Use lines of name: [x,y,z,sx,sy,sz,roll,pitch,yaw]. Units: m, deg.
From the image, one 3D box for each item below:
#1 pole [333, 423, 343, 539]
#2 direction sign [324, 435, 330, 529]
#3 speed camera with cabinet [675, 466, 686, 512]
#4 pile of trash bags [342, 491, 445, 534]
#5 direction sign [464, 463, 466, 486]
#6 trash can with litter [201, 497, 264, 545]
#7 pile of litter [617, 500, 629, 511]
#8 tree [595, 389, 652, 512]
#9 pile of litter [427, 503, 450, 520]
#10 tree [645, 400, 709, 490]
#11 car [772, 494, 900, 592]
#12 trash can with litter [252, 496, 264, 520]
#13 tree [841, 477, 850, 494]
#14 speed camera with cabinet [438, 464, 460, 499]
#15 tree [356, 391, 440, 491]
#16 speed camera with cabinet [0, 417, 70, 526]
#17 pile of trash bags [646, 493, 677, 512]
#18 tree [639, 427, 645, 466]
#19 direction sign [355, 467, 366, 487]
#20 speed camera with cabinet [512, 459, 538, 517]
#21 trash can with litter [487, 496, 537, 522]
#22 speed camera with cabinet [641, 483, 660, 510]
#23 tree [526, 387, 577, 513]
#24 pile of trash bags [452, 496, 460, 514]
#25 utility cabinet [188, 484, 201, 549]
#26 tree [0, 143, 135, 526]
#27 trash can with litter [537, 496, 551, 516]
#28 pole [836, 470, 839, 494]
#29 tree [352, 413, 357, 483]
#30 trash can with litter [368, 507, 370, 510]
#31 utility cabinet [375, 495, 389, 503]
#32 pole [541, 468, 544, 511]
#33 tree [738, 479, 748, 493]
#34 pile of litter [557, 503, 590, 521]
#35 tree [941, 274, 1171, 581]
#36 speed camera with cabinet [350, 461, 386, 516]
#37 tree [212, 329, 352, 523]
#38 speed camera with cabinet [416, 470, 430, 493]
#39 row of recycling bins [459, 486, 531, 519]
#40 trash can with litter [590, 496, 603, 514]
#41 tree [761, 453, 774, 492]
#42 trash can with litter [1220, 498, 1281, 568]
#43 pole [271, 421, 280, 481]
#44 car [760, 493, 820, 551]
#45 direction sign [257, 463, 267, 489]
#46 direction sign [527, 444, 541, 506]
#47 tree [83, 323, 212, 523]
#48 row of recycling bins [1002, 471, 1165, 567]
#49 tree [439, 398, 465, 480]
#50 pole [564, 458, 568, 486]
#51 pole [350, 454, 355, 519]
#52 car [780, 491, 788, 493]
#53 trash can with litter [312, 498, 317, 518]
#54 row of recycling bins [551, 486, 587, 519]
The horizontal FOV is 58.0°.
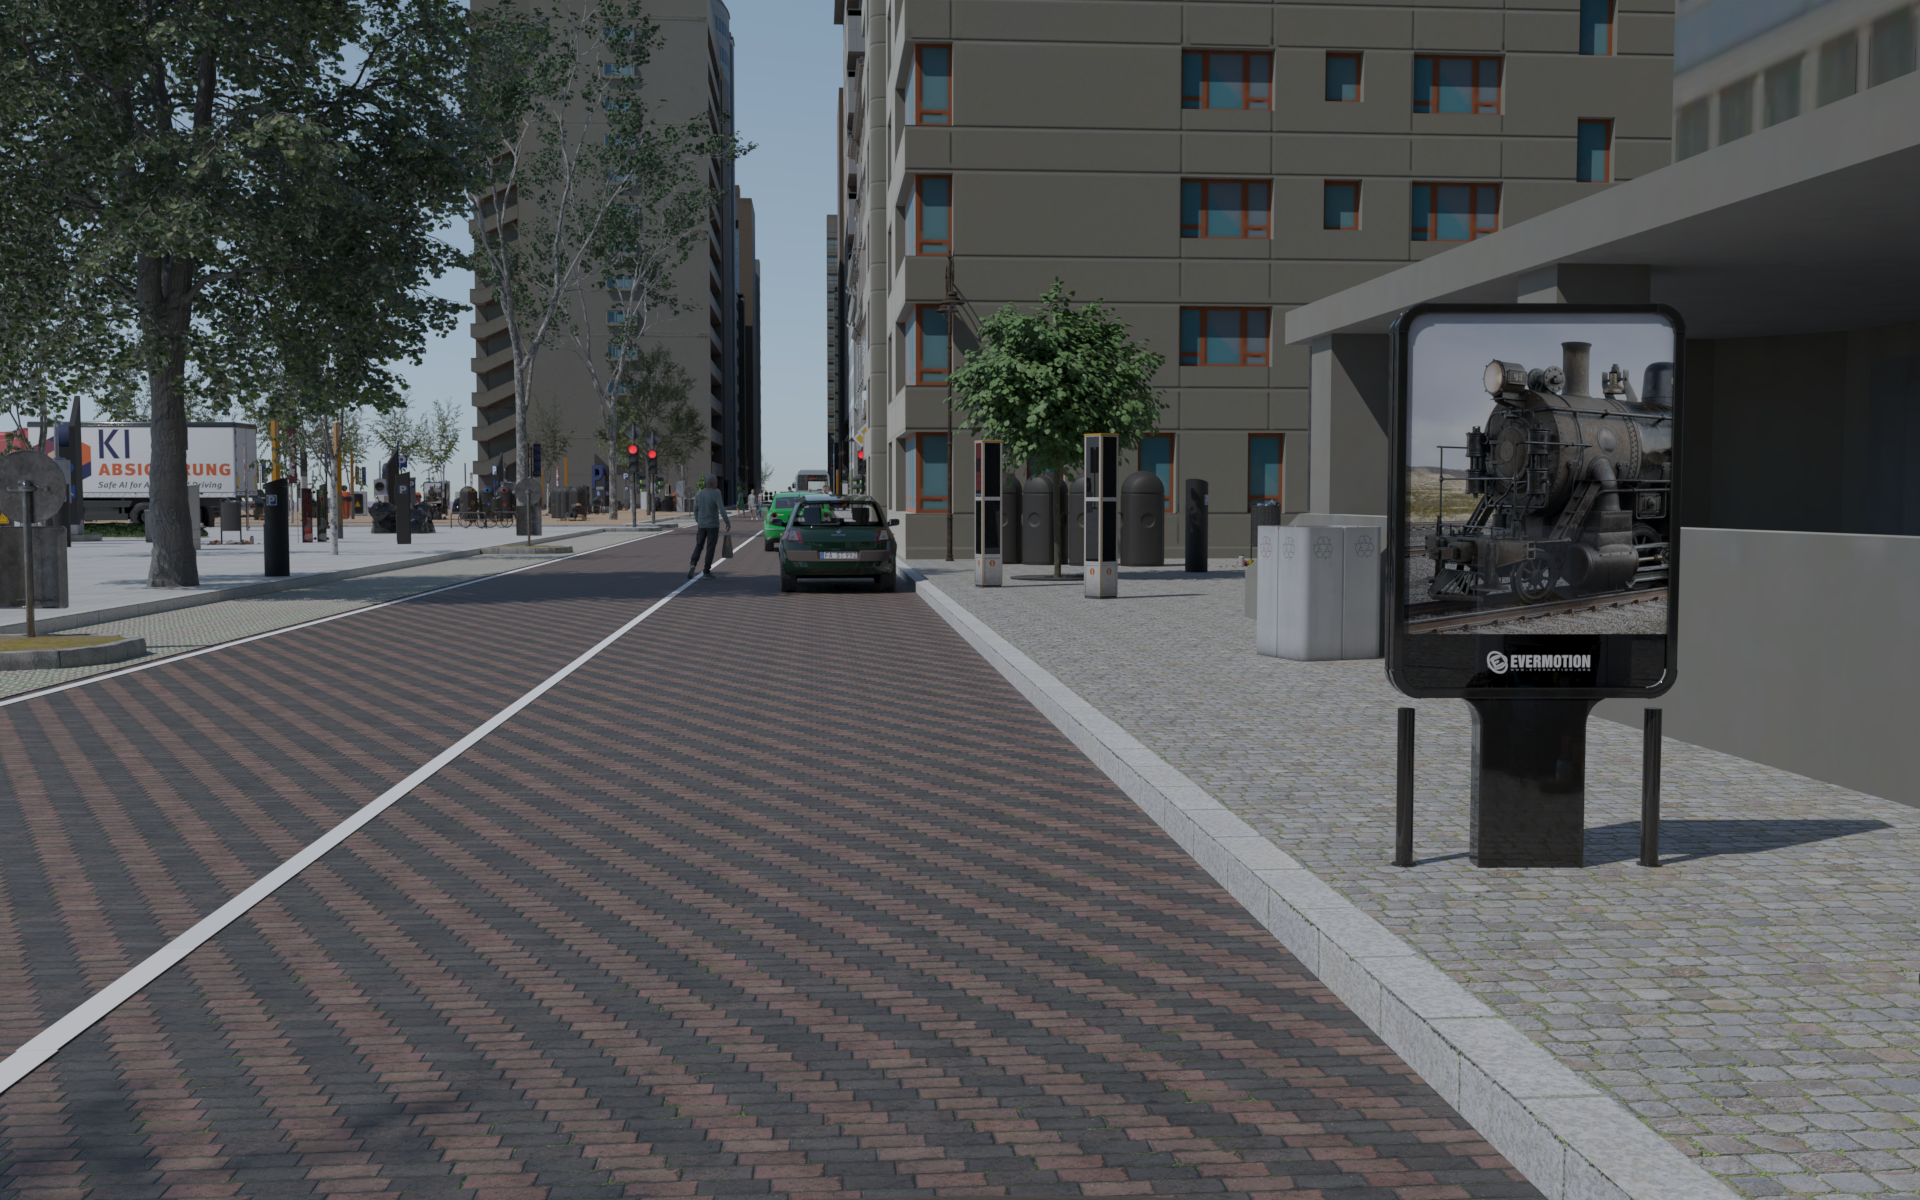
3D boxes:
pole: [-17.853,-3.418,49.725,0.158,3.312,0.155,0,3,0]
direction sign: [-23.360,-4.395,63.855,0.379,3.537,0.876,-2,4,-26]
speed camera with cabinet: [-19.752,-7.835,122.434,0.660,3.252,2.038,0,4,-5]
pile of trash bags: [-18.902,-2.875,56.761,3.447,1.369,1.912,1,4,9]
direction sign: [-36.087,-8.219,126.378,0.379,3.537,0.876,-1,4,-21]
trash can with litter: [-18.875,-2.018,44.044,2.233,1.210,1.678,0,4,3]
pile of litter: [-26.244,-7.357,134.252,1.176,0.858,1.719,0,4,3]
tree: [-23.050,-10.403,120.458,4.737,8.622,4.395,0,3,0]
pile of litter: [-26.183,-4.403,85.950,1.719,0.858,1.176,2,4,24]
tree: [-21.078,-11.054,131.095,4.360,8.622,3.978,0,3,0]
car: [-1.906,-1.036,26.732,2.009,1.686,4.222,0,4,-5]
trash can with litter: [-34.068,-4.470,84.475,1.055,1.170,0.624,3,5,44]
tree: [-9.782,-9.665,152.632,1.663,3.219,1.824,0,3,0]
speed camera with cabinet: [-33.423,-7.358,114.632,2.038,3.252,0.660,0,4,-7]
tree: [-38.807,-10.360,119.746,4.737,8.622,4.395,0,3,0]
speed camera with cabinet: [-23.829,-3.058,44.330,2.038,3.252,0.660,1,4,13]
pile of trash bags: [-21.523,-7.166,126.921,1.912,1.369,3.447,1,4,17]
tree: [-24.516,-11.783,143.018,4.360,8.622,3.978,0,3,0]
direction sign: [-49.741,-9.284,143.797,0.876,3.537,0.379,0,4,-6]
speed camera with cabinet: [-24.612,-6.261,96.711,2.038,3.252,0.660,-2,4,-30]
trash can with litter: [-21.192,-4.263,80.758,2.233,1.210,1.678,-2,4,-29]
speed camera with cabinet: [-24.675,-8.785,137.968,0.660,3.252,2.038,1,4,20]
tree: [-28.588,-10.375,119.991,4.360,8.622,3.978,0,3,0]
pile of trash bags: [-33.339,-6.183,110.850,3.447,1.369,1.912,0,4,-3]
utility cabinet: [-17.921,-1.901,39.760,1.173,1.500,0.318,2,4,35]
tree: [-18.970,-5.179,35.037,4.360,8.622,3.978,0,3,0]
trash can with litter: [-24.724,-5.565,102.051,1.678,1.210,2.233,2,4,25]
pole: [-10.278,-9.273,145.459,0.158,3.312,0.155,0,3,0]
tree: [-44.628,-10.759,126.265,4.737,8.622,4.395,0,3,0]
trash can with litter: [-47.341,-7.739,137.921,1.055,1.170,0.624,1,4,23]
utility cabinet: [-31.990,-5.177,95.809,1.020,1.237,0.306,3,5,43]
pole: [-32.295,-8.573,134.015,0.158,3.312,0.155,0,3,0]
tree: [-28.222,-14.011,223.679,1.663,3.219,1.824,0,3,0]
pile of litter: [-18.251,-4.176,82.248,1.719,0.858,1.176,1,4,18]
tree: [1.450,-2.597,26.169,4.285,4.588,4.351,0,3,0]
speed camera with cabinet: [-34.833,-6.576,101.849,2.038,3.252,0.660,-1,4,-15]
tree: [-29.546,-7.665,75.689,4.737,8.622,4.395,0,3,0]
speed camera with cabinet: [-42.485,-8.684,136.322,2.038,3.252,0.660,-1,4,-21]
row of recycling bins: [-23.877,-5.007,88.970,3.534,1.692,1.069,-1,4,-20]
trash can with litter: [-23.854,-6.209,112.897,0.624,1.170,1.055,3,5,40]
tree: [-35.207,-21.801,306.810,4.360,8.622,3.978,0,3,0]
trash can with litter: [5.774,-1.192,30.548,2.233,1.210,1.678,1,4,16]
pole: [-19.042,-3.327,48.241,0.158,3.312,0.155,0,3,0]
car: [-4.163,-2.194,44.667,1.959,1.807,4.718,0,4,-6]
direction sign: [-49.847,-8.039,123.434,0.876,3.537,0.379,0,4,4]
direction sign: [-19.212,-5.241,77.683,0.876,3.537,0.379,-2,4,-35]
tree: [-35.486,-7.585,74.369,4.737,8.622,4.395,0,3,0]
row of recycling bins: [2.003,-1.482,31.337,3.534,1.692,1.069,2,4,24]
tree: [-39.213,-11.009,130.363,4.737,8.622,4.395,0,3,0]
pole: [-21.948,-6.283,96.564,0.158,3.312,0.155,0,3,0]
pole: [-30.952,-5.771,88.201,0.158,3.312,0.155,0,3,0]
car: [-24.120,-14.104,239.265,2.281,1.827,5.304,0,4,-5]
trash can with litter: [-34.049,-4.913,91.716,1.055,1.170,0.624,-1,4,-8]
row of recycling bins: [-20.438,-5.087,90.291,1.069,1.692,3.534,-2,4,-33]
